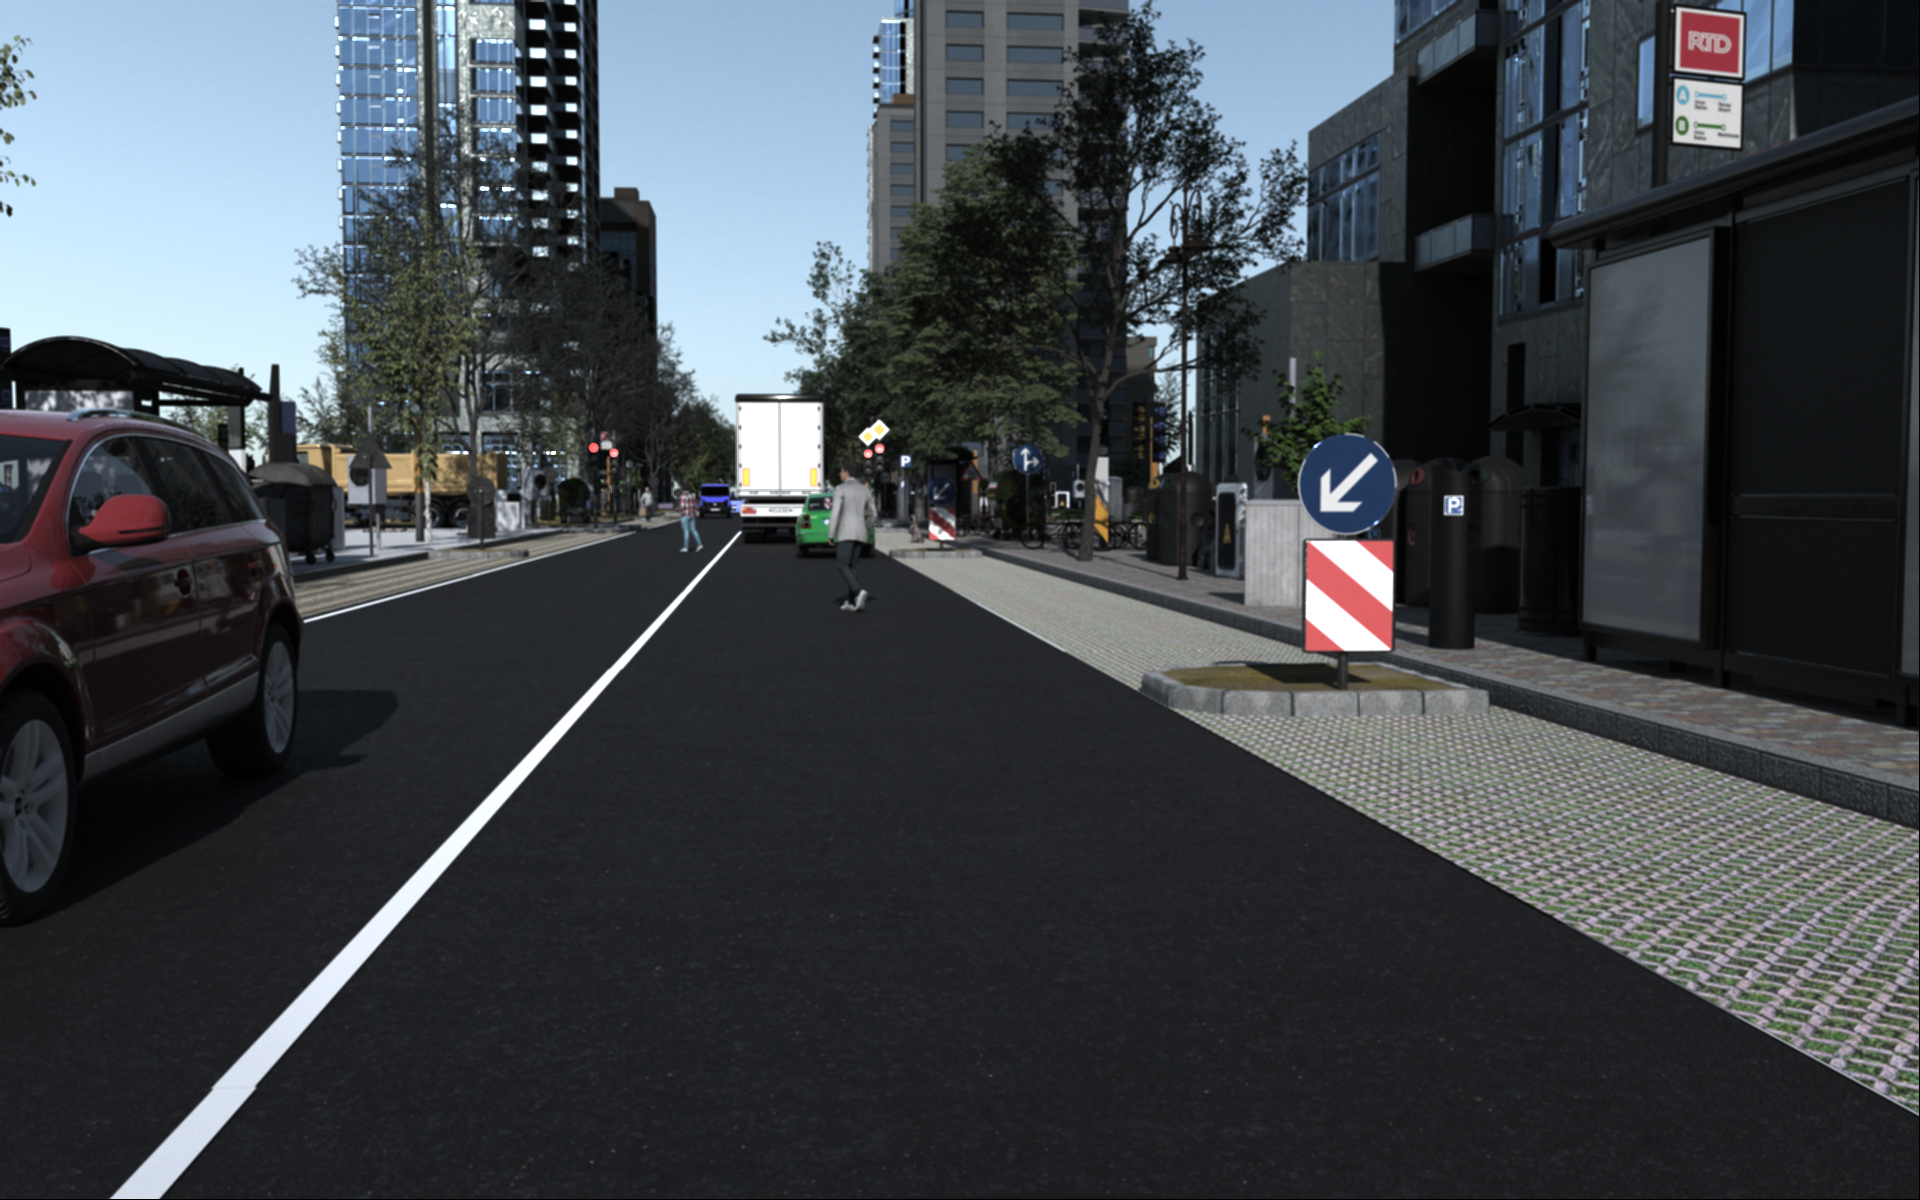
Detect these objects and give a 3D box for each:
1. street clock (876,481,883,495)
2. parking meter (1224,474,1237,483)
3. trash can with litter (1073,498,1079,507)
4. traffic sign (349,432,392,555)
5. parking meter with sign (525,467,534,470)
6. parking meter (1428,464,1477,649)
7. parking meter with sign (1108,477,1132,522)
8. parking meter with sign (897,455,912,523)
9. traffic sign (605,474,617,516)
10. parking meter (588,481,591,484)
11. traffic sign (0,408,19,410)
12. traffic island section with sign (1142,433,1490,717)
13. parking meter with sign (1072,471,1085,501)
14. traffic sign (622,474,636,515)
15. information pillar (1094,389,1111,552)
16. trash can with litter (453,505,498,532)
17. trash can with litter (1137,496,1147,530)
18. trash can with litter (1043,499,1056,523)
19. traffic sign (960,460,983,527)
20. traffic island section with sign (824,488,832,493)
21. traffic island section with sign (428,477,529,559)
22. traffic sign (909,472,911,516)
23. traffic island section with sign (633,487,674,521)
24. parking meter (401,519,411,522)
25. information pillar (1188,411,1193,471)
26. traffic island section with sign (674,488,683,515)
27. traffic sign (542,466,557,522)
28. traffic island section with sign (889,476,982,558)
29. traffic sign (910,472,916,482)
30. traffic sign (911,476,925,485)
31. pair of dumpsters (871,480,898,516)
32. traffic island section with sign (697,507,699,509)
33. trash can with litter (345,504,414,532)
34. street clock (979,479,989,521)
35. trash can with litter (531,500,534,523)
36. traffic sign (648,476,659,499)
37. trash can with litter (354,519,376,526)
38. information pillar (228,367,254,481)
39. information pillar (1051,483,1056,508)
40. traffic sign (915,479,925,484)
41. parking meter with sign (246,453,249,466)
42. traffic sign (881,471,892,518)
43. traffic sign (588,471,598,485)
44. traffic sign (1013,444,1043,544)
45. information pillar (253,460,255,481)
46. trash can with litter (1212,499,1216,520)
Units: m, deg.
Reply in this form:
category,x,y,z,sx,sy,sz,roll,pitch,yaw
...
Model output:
category,x,y,z,sx,sy,sz,roll,pitch,yaw
street clock,-4.455,-5.550,95.319,0.471,2.002,0.358,0,4,-1
parking meter,7.914,-2.759,50.826,0.399,1.863,0.255,0,4,5
trash can with litter,7.470,-6.491,117.183,2.233,1.210,1.678,-1,4,-10
traffic sign,-12.341,-2.218,36.260,0.884,2.594,0.081,0,4,-3
parking meter with sign,-27.492,-7.070,111.848,0.543,3.016,1.738,0,4,5
parking meter,4.107,-0.368,14.431,0.372,1.533,0.369,0,3,0
parking meter with sign,6.726,-4.844,75.462,1.738,3.016,0.543,-3,4,-37
parking meter with sign,-2.569,-5.028,78.475,0.543,3.016,1.738,-1,4,-9
traffic sign,-20.091,-6.102,99.866,0.768,2.556,0.104,0,4,2
parking meter,-17.019,-4.470,78.803,0.399,1.863,0.255,1,4,13
traffic sign,-11.498,-1.133,20.648,0.606,2.300,0.079,0,4,-6
traffic island section with sign,2.333,-0.208,12.025,1.989,1.847,2.006,0,4,-6
parking meter with sign,9.560,-8.392,133.462,1.738,3.016,0.543,-1,4,-15
traffic sign,-20.261,-6.492,106.148,0.884,2.594,0.081,0,4,-5
information pillar,3.147,-2.893,38.653,0.183,3.616,0.504,3,5,43
trash can with litter,-16.315,-2.955,59.378,1.678,1.210,2.233,-3,5,-43
trash can with litter,7.337,-3.202,63.404,2.233,1.210,1.678,0,4,0
trash can with litter,3.719,-3.968,76.264,0.624,1.170,1.055,3,5,43
traffic sign,0.424,-4.011,65.579,0.884,2.594,0.081,0,4,3
traffic island section with sign,-9.469,-6.958,122.387,1.989,1.847,2.006,0,4,-6
traffic island section with sign,-10.839,-1.867,39.158,1.989,1.847,2.006,0,4,-6
traffic sign,-2.912,-6.215,101.617,0.884,2.594,0.081,0,4,-2
traffic island section with sign,-16.707,-5.219,93.965,1.989,1.847,2.006,0,4,-6
parking meter,-25.121,-4.451,78.483,0.399,1.863,0.255,-3,5,-44
information pillar,6.550,-3.540,49.232,0.183,3.616,0.504,1,4,14
traffic island section with sign,-19.589,-6.875,121.026,1.989,1.847,2.006,0,4,-6
traffic sign,-18.852,-4.852,79.437,0.768,2.556,0.104,0,4,2
traffic island section with sign,-0.592,-1.880,39.369,1.989,1.847,2.006,0,4,-6
traffic sign,-2.530,-6.132,100.357,0.768,2.556,0.104,0,4,-1
traffic sign,-2.439,-6.096,99.669,0.884,2.594,0.081,0,4,-1
pair of dumpsters,-4.340,-6.030,101.088,1.574,2.255,4.437,0,4,-6
traffic island section with sign,-24.982,-9.959,171.461,1.989,1.847,2.006,0,4,-6
trash can with litter,-19.406,-2.926,58.899,1.678,1.210,2.233,3,4,37
street clock,1.121,-4.690,81.257,0.358,2.002,0.471,-3,4,-36
trash can with litter,-19.214,-4.006,76.878,0.624,1.170,1.055,-3,4,-37
traffic sign,-21.640,-7.479,122.394,0.768,2.556,0.104,0,4,2
trash can with litter,-24.069,-3.606,70.352,0.624,1.170,1.055,1,4,21
information pillar,-13.454,-2.503,32.272,0.504,3.616,0.183,3,5,40
information pillar,6.052,-6.596,112.335,0.304,2.012,0.304,1,4,9
traffic sign,-2.160,-5.951,97.397,0.768,2.556,0.104,0,4,-1
parking meter with sign,-31.121,-4.724,73.491,0.543,3.016,1.738,3,4,37
traffic sign,-4.012,-5.646,92.414,0.768,2.556,0.104,0,4,2
traffic sign,-20.005,-5.798,94.909,0.768,2.556,0.104,0,4,0
traffic sign,1.749,-2.718,44.550,0.768,2.556,0.104,0,4,3
information pillar,-41.239,-6.686,100.674,0.504,3.616,0.183,-2,4,-30
trash can with litter,5.357,-1.495,35.831,0.624,1.170,1.055,1,4,11
